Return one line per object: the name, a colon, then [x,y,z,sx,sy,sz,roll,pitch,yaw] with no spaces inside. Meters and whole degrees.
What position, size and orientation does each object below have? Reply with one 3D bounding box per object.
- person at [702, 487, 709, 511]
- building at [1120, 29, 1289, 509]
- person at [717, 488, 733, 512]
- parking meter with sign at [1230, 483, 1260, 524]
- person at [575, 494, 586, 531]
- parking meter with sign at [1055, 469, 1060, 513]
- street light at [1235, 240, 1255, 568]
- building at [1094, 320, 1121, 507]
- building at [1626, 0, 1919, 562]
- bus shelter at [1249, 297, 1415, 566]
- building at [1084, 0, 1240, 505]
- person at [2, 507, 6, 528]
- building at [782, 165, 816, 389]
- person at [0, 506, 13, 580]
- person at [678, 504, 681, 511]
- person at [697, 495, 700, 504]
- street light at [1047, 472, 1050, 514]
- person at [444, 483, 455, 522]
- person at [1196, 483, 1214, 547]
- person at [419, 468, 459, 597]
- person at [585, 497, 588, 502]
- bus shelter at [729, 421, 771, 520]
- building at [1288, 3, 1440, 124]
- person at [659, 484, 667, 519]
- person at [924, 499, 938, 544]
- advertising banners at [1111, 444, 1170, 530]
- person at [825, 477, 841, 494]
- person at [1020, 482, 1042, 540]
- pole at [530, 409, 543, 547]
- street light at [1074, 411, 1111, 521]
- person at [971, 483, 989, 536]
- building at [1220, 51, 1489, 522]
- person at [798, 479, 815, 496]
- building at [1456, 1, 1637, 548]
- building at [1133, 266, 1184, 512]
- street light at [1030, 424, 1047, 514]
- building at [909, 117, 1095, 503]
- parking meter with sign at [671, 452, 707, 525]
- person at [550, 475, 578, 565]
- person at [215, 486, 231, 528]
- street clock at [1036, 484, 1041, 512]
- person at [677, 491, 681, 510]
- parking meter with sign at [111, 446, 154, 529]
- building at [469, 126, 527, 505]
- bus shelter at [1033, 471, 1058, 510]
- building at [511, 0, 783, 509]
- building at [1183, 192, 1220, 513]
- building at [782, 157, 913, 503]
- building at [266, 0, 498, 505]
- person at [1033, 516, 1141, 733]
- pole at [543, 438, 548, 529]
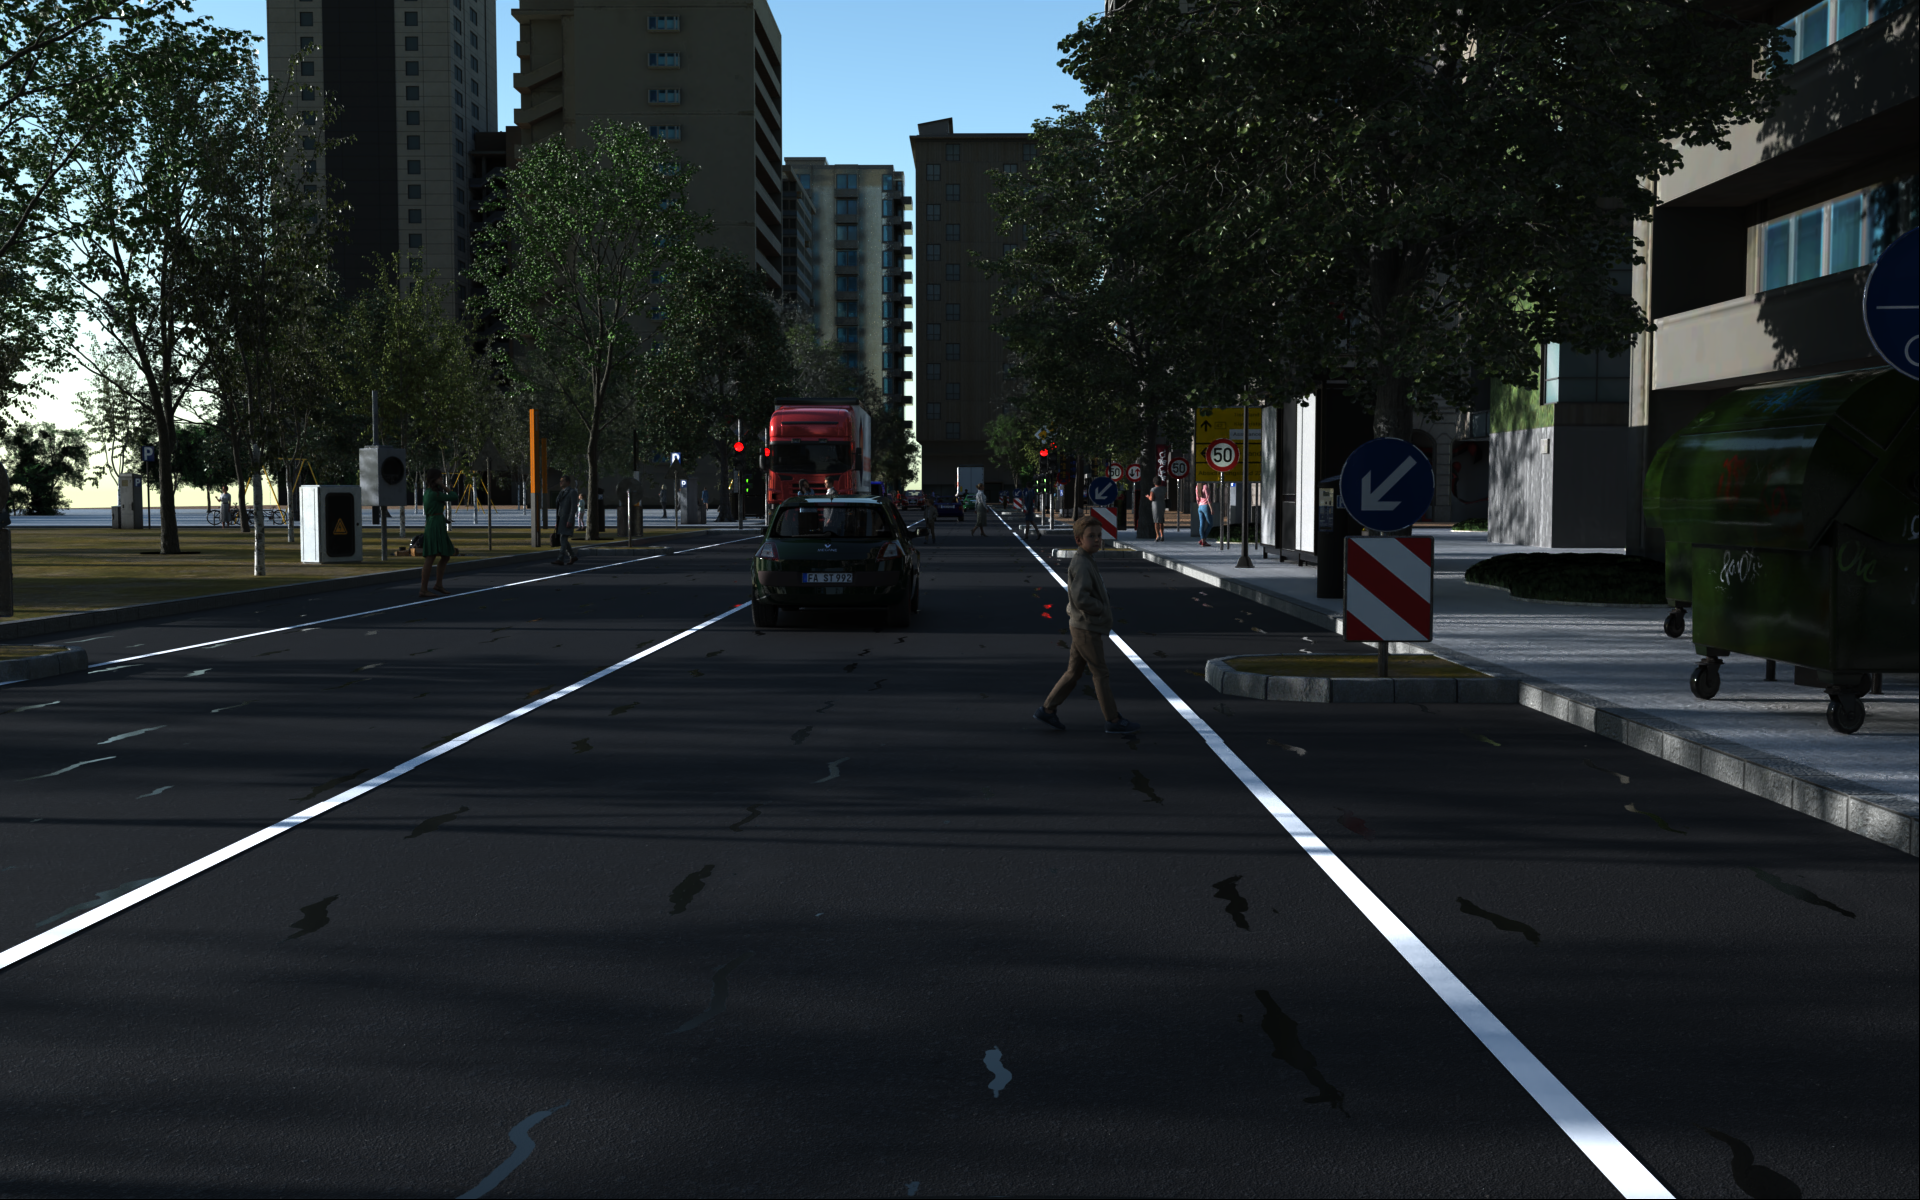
person: [-19.726,-7.841,134.260,0.581,1.822,0.654,-1,4,-15]
building: [21.457,-28.922,156.474,14.154,41.232,14.086,0,4,1]
person: [-16.447,-7.142,123.034,1.509,1.804,0.699,1,4,10]
parking meter with sign: [10.232,-4.078,62.935,1.738,3.016,0.543,-2,4,-23]
person: [-13.185,-3.051,60.204,0.394,1.301,0.425,-1,4,-12]
parking meter with sign: [7.031,-7.640,121.171,0.543,3.016,1.738,1,4,14]
street light: [4.426,-3.517,30.052,1.470,5.913,1.316,0,4,1]
building: [28.641,-20.393,178.458,27.650,21.520,28.899,0,4,1]
building: [21.969,-24.096,17.664,21.300,48.544,21.600,0,4,1]
bus shelter: [6.818,-3.380,32.896,2.179,5.291,8.768,0,4,1]
building: [25.479,-46.693,201.683,20.563,71.187,20.611,0,4,1]
person: [-37.301,-3.340,67.376,0.640,1.303,0.475,0,3,0]
building: [-29.077,-30.955,197.990,23.993,40.220,32.217,0,4,1]
person: [-13.689,-1.098,24.424,0.576,1.772,0.534,-1,4,-9]
person: [-20.013,-7.354,126.497,1.509,1.804,0.699,-1,4,-12]
person: [-17.378,-6.350,114.540,0.362,1.253,0.373,-2,4,-33]
street light: [4.969,-6.665,81.509,1.470,5.913,1.316,0,4,1]
person: [-23.411,-4.532,79.504,0.474,1.900,0.648,-1,4,-11]
person: [6.010,-2.221,42.361,0.388,1.821,0.555,-3,5,-39]
person: [-7.372,-0.950,24.272,0.529,1.795,0.600,-3,5,-45]
person: [-19.956,-5.370,94.192,0.721,1.781,0.623,2,4,25]
bus shelter: [-10.724,-6.819,89.125,2.179,5.291,8.768,0,4,1]
building: [50.347,-40.343,201.610,28.212,58.520,21.231,0,4,1]
person: [-15.635,-5.185,91.001,0.526,1.800,0.537,2,4,25]
person: [-0.844,-2.280,50.051,0.475,1.303,0.640,1,4,18]
advertising banners: [6.361,-3.960,60.927,2.074,3.025,0.090,1,4,10]
person: [-2.954,-1.928,39.979,0.822,1.834,0.622,-2,4,-27]
person: [2.211,-2.780,53.972,0.654,1.822,0.581,2,4,23]
pole: [-10.226,-2.926,41.685,0.158,3.312,0.155,0,3,0]
street light: [4.837,-5.476,62.069,1.470,5.913,1.316,0,4,1]
person: [0.651,-3.042,58.459,0.641,1.798,0.478,-1,4,-9]
building: [25.776,-14.786,83.548,24.055,21.916,13.314,0,4,1]
person: [-3.650,-1.999,41.444,0.793,1.790,0.793,0,4,5]
building: [21.130,-22.205,46.644,14.154,41.232,14.086,0,4,1]
building: [21.487,-19.041,130.383,14.314,24.678,30.058,0,4,1]
street light: [5.228,-8.623,113.528,1.470,5.913,1.316,0,4,1]
building: [7.018,-40.456,250.689,27.495,52.752,28.713,0,4,1]
parking meter with sign: [-11.443,-4.710,73.270,0.543,3.016,1.738,2,4,32]
person: [-8.004,-1.614,34.984,0.767,1.812,0.694,-3,5,-43]
person: [-28.309,-3.518,66.594,0.480,1.755,0.524,0,4,4]
street clock: [5.678,-7.362,124.944,0.358,2.002,0.471,0,4,3]
person: [-22.875,-8.293,141.904,0.678,1.792,0.850,-1,4,-14]
parking meter with sign: [-30.321,-4.105,63.382,1.738,3.016,0.543,1,4,22]
building: [-49.186,-34.035,206.584,14.200,45.320,14.600,0,4,1]
bus shelter: [7.098,-9.078,142.347,2.014,3.302,5.546,0,4,1]
building: [-27.803,-32.572,156.247,21.300,48.544,21.600,0,4,1]
building: [20.633,-16.004,103.469,13.314,21.916,24.055,0,4,1]
building: [-21.978,-38.483,248.808,30.456,49.044,23.786,0,4,1]
building: [-66.615,-46.802,203.457,20.611,71.187,20.563,0,4,1]
person: [0.761,0.142,10.446,0.640,1.303,0.475,0,4,-5]
pole: [-15.135,-4.238,63.135,0.158,3.312,0.155,0,3,0]
